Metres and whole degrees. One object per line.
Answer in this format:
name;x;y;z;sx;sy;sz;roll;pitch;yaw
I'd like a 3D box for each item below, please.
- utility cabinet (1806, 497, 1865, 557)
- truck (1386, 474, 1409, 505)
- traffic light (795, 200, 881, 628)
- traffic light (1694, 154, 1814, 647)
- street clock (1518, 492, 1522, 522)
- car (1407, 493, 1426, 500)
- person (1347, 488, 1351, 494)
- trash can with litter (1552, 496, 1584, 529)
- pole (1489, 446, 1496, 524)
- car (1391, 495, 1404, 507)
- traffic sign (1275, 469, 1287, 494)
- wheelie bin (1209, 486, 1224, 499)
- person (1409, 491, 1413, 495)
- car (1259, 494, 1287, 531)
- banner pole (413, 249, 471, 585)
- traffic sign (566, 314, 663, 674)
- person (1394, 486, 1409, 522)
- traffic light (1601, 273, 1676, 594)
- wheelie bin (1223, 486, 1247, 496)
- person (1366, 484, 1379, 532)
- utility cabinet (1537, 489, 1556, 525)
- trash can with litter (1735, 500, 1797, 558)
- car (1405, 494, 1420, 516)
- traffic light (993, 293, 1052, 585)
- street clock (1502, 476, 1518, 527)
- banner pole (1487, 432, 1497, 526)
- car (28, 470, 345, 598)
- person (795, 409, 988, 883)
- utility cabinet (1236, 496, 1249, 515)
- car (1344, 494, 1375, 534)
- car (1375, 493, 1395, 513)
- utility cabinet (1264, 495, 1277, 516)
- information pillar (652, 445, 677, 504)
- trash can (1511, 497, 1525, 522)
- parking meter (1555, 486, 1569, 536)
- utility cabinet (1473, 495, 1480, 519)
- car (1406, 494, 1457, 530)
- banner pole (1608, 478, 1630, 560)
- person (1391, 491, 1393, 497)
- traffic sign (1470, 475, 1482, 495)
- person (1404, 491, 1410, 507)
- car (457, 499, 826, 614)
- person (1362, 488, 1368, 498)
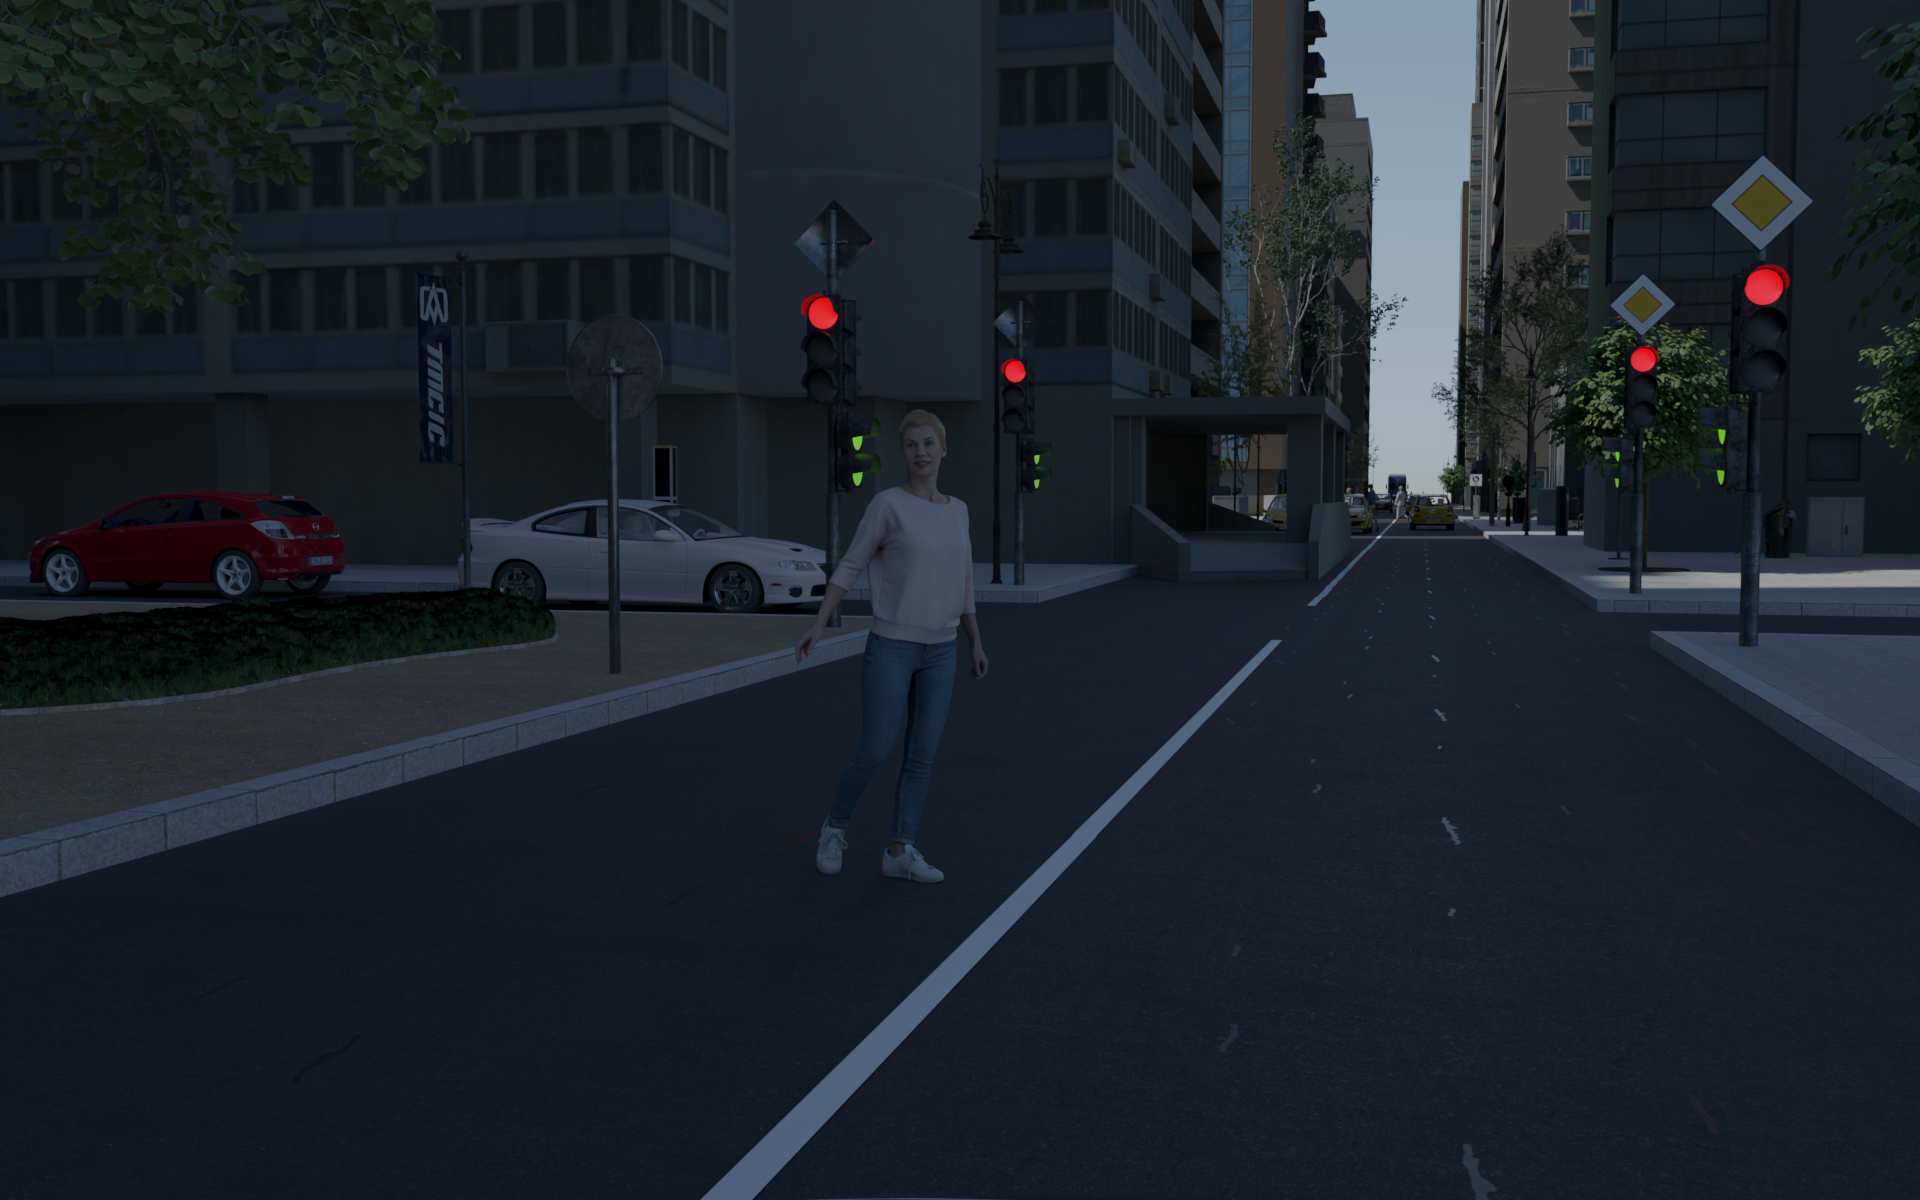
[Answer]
utility cabinet;17.847;-1.478;35.319;1.020;1.237;0.306;1;4;20
truck;60.305;-15.227;238.725;2.967;4.110;18.799;1;4;14
traffic light;-1.203;-1.692;16.578;0.839;4.253;0.868;1;4;15
traffic light;6.640;-1.565;14.514;0.839;4.253;0.868;1;4;15
street clock;25.033;-4.478;77.784;0.358;2.002;0.471;2;4;27
car;36.314;-7.779;136.776;1.945;1.707;3.694;1;4;13
person;19.736;-4.814;87.886;0.598;1.740;0.731;-3;5;-41
trash can with litter;22.836;-3.201;63.388;2.233;1.210;1.678;1;4;18
pole;22.562;-4.865;73.382;0.158;3.312;0.155;0;3;0
car;49.978;-11.336;197.921;1.945;1.354;3.894;1;4;15
traffic sign;13.258;-4.227;71.237;0.606;2.300;0.079;1;4;19
wheelie bin;14.349;-5.401;96.220;0.980;1.594;0.693;-2;4;-34
person;58.312;-13.165;223.765;1.348;1.821;0.705;2;4;27
car;10.102;-2.574;52.305;2.015;1.641;3.980;1;4;16
banner pole;-5.202;-1.687;17.604;0.401;3.779;0.863;2;4;29
traffic sign;-2.469;-0.747;12.320;0.768;2.556;0.104;1;4;18
person;22.659;-4.922;88.855;0.818;1.842;0.514;3;4;36
traffic light;8.695;-2.037;22.231;0.839;4.253;0.868;1;4;15
wheelie bin;13.567;-4.680;84.418;0.693;1.594;0.980;-3;5;-43
person;15.670;-3.509;65.901;0.581;1.822;0.654;-2;4;-27
utility cabinet;23.942;-3.748;69.957;1.173;1.500;0.318;2;4;34
trash can with litter;16.159;-1.428;34.737;1.055;1.170;0.624;1;4;15
car;30.288;-6.355;114.130;2.015;1.641;3.980;1;4;16
traffic light;0.851;-2.164;24.295;0.839;4.253;0.868;1;4;15
street clock;21.665;-3.904;68.408;0.471;2.002;0.358;1;4;22
banner pole;21.646;-4.909;70.287;0.401;3.779;0.863;1;4;23
car;-11.012;-0.950;24.575;4.494;1.783;2.155;1;4;14
person;-0.322;0.167;6.447;0.598;1.740;0.731;3;5;44
utility cabinet;8.955;-2.677;54.936;0.306;1.237;1.020;0;4;5
car;14.209;-3.260;63.530;2.015;1.641;3.980;1;4;16
car;32.578;-7.645;134.029;2.155;1.783;4.494;1;4;14
utility cabinet;16.063;-4.784;89.377;0.306;1.237;1.020;-2;4;-24
information pillar;-4.473;-1.333;26.292;0.304;2.012;0.304;0;4;6
trash can;25.414;-4.100;78.687;0.748;1.137;0.748;0;3;0
parking meter;18.454;-2.732;53.087;0.372;1.533;0.369;0;3;0
utility cabinet;26.377;-4.724;88.404;0.306;1.237;1.020;1;4;20
car;19.060;-3.654;69.971;2.015;1.641;3.980;1;4;13
banner pole;12.940;-2.698;34.134;0.401;3.779;0.863;0;4;1
person;50.335;-11.796;202.072;0.721;1.735;1.217;0;4;-3
traffic sign;26.906;-5.395;90.340;0.606;2.300;0.079;2;4;24
person;48.219;-10.902;187.454;1.217;1.736;0.721;-1;4;-9
car;-3.814;-0.551;21.378;4.827;1.381;2.083;1;4;15
person;28.977;-7.037;123.521;1.348;1.831;0.705;-1;4;-17
